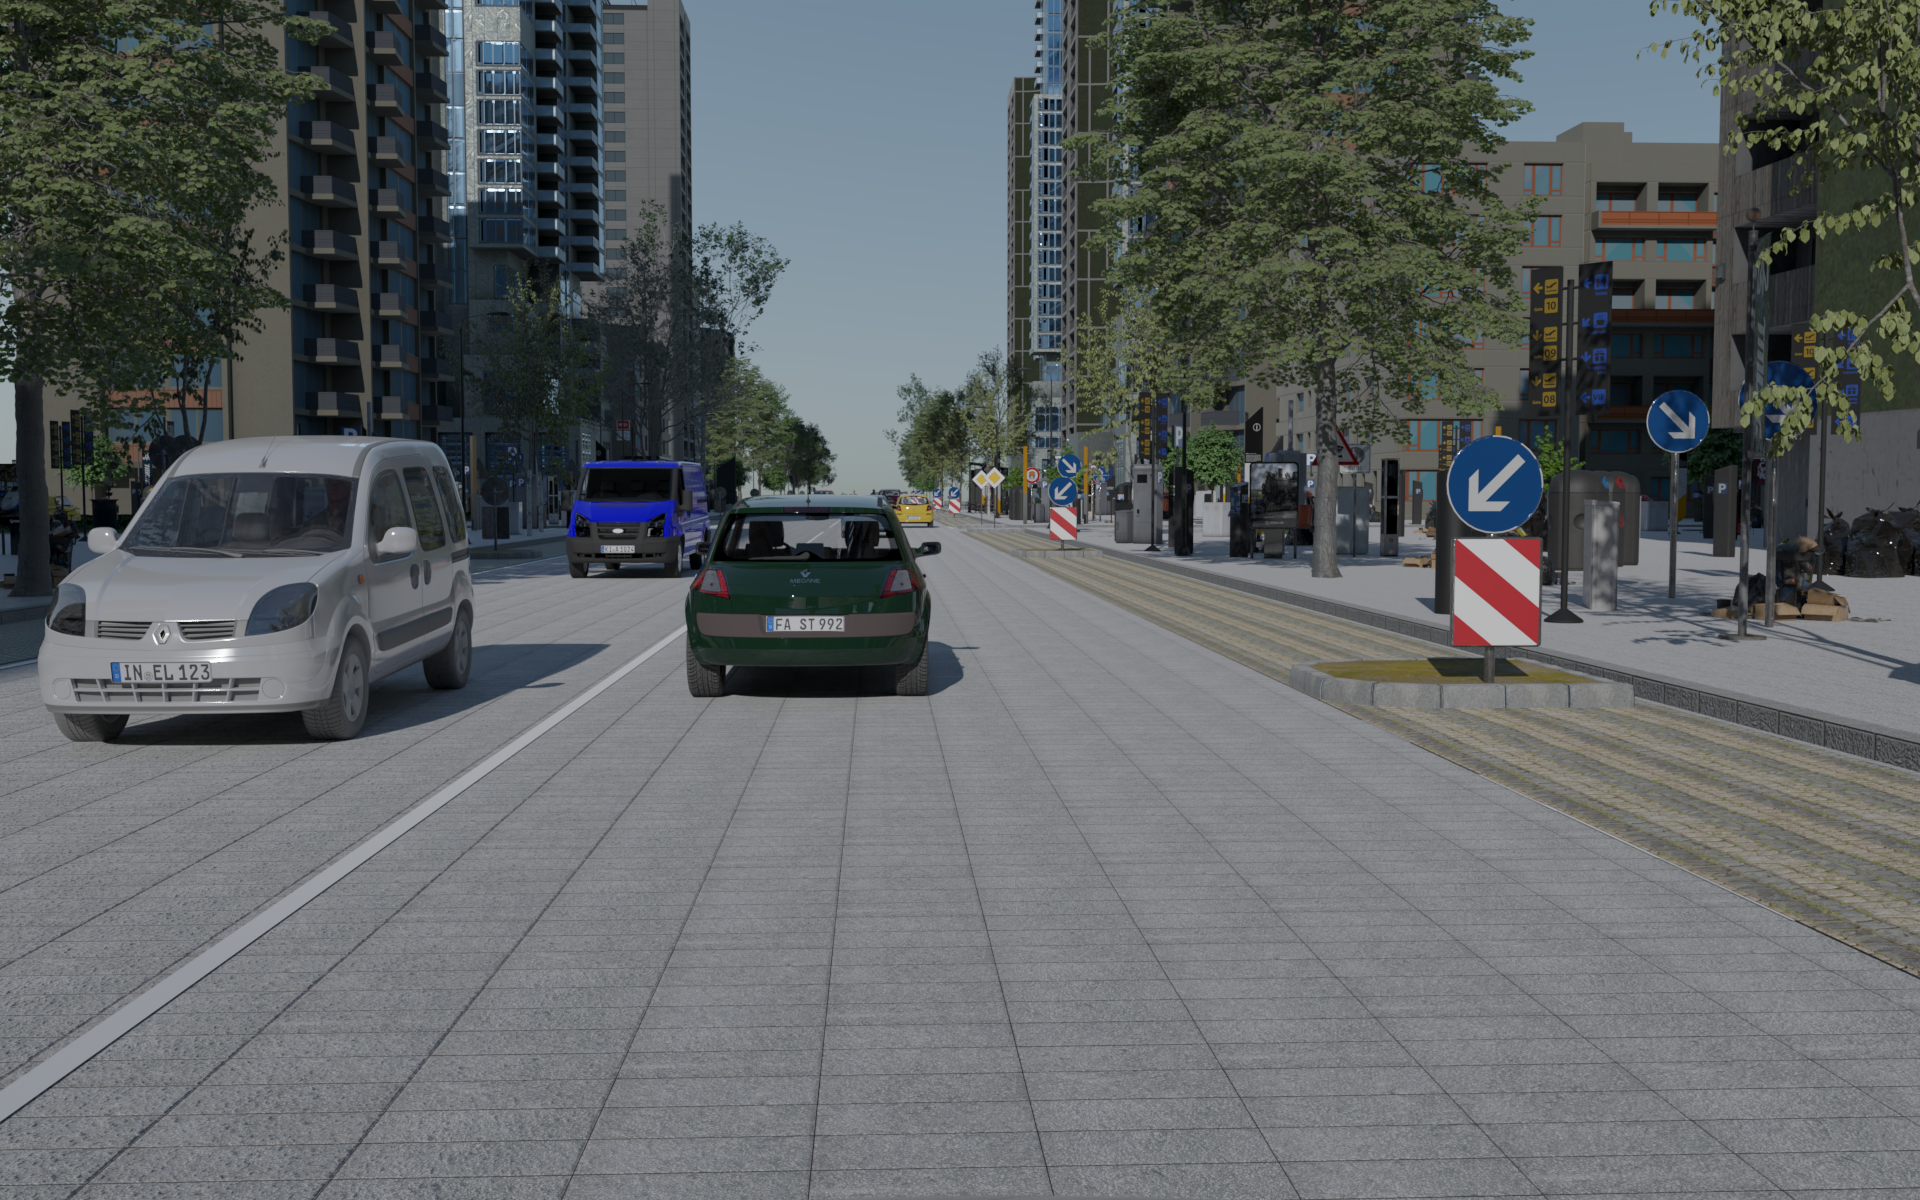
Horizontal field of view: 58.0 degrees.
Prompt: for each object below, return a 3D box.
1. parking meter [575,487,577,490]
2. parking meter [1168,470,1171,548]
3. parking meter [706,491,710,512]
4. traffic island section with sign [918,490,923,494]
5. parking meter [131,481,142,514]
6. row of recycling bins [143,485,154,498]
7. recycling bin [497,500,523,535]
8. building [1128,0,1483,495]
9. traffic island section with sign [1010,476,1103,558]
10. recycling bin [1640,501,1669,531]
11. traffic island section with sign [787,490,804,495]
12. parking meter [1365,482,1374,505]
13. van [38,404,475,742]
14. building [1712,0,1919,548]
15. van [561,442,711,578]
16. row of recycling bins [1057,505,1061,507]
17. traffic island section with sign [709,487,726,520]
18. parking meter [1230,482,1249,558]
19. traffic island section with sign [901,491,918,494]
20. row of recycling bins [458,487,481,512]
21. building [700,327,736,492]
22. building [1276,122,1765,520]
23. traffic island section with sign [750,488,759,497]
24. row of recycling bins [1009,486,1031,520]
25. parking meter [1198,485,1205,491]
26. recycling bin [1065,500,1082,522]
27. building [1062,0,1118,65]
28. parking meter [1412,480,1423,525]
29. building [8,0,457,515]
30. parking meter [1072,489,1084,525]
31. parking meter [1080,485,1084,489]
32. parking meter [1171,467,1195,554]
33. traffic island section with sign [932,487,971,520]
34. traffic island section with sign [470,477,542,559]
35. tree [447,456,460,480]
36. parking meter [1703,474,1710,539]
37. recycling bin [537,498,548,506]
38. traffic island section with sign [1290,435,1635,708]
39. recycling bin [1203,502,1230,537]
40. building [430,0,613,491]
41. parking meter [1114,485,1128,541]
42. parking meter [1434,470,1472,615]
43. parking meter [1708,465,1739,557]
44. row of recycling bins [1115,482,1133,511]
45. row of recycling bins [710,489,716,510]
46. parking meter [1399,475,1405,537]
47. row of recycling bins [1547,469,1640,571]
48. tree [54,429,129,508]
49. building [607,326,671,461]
[{"bbox_3d":[-31.331,-8.307,141.526,0.255,1.863,0.399,-2,4,-23],"label":"parking meter"},{"bbox_3d":[5.148,-2.195,41.599,0.255,1.863,0.399,1,4,12],"label":"parking meter"},{"bbox_3d":[-17.632,-6.884,120.961,0.372,1.533,0.369,0,3,0],"label":"parking meter"},{"bbox_3d":[-1.748,-6.921,121.781,1.989,1.847,2.006,0,4,-3],"label":"traffic island section with sign"},{"bbox_3d":[-36.365,-4.329,76.483,0.399,1.863,0.255,1,4,17],"label":"parking meter"},{"bbox_3d":[-36.949,-4.595,82.238,3.534,1.692,1.069,0,4,-5],"label":"row of recycling bins"},{"bbox_3d":[-14.288,-2.590,54.898,0.722,1.027,0.722,0,4,-6],"label":"recycling bin"},{"bbox_3d":[25.435,-29.044,129.487,22.147,44.769,28.867,0,4,-3],"label":"building"},{"bbox_3d":[2.169,-1.897,39.643,1.989,1.847,2.006,0,4,-3],"label":"traffic island section with sign"},{"bbox_3d":[24.087,-2.907,60.081,0.722,1.027,0.722,0,4,3],"label":"recycling bin"},{"bbox_3d":[-16.769,-9.987,171.908,1.989,1.847,2.006,0,4,-3],"label":"traffic island section with sign"},{"bbox_3d":[18.934,-4.554,80.161,0.399,1.863,0.255,0,4,8],"label":"parking meter"},{"bbox_3d":[-4.415,-0.266,11.364,2.013,2.044,4.112,0,4,-3],"label":"van"},{"bbox_3d":[24.695,-16.280,37.877,14.160,30.474,14.107,0,4,-3],"label":"building"},{"bbox_3d":[-5.746,-1.642,31.232,2.240,2.365,5.245,0,4,-2],"label":"van"},{"bbox_3d":[6.246,-6.194,108.392,3.534,1.692,1.069,0,4,7],"label":"row of recycling bins"},{"bbox_3d":[-13.089,-5.273,94.840,1.989,1.847,2.006,0,4,-3],"label":"traffic island section with sign"},{"bbox_3d":[5.663,-1.634,35.132,0.372,1.533,0.369,0,3,0],"label":"parking meter"},{"bbox_3d":[-5.438,-11.651,199.127,1.989,1.847,2.006,0,4,-3],"label":"traffic island section with sign"},{"bbox_3d":[-29.551,-5.958,104.523,3.534,1.692,1.069,-2,4,-28],"label":"row of recycling bins"},{"bbox_3d":[-46.183,-32.183,297.888,14.160,30.474,14.107,0,4,-3],"label":"building"},{"bbox_3d":[35.691,-15.563,99.497,28.899,21.520,27.650,0,4,-3],"label":"building"},{"bbox_3d":[-14.384,-6.920,121.764,1.989,1.847,2.006,0,4,-3],"label":"traffic island section with sign"},{"bbox_3d":[2.963,-4.828,86.056,1.069,1.692,3.534,0,4,-4],"label":"row of recycling bins"},{"bbox_3d":[15.297,-6.368,109.835,0.399,1.863,0.255,-2,4,-28],"label":"parking meter"},{"bbox_3d":[5.387,-4.323,83.243,0.722,1.027,0.722,2,4,23],"label":"recycling bin"},{"bbox_3d":[20.729,-46.529,198.998,20.563,71.187,20.611,0,4,-3],"label":"building"},{"bbox_3d":[19.285,-4.115,72.998,0.399,1.863,0.255,0,4,0],"label":"parking meter"},{"bbox_3d":[-43.976,-27.575,105.471,22.147,44.769,28.867,0,4,-3],"label":"building"},{"bbox_3d":[4.886,-3.923,72.545,0.372,1.533,0.369,0,3,0],"label":"parking meter"},{"bbox_3d":[7.465,-6.089,105.263,0.255,1.863,0.399,-2,4,-31],"label":"parking meter"},{"bbox_3d":[4.801,-1.917,37.059,0.399,1.863,0.255,-3,5,-40],"label":"parking meter"},{"bbox_3d":[-0.442,-5.241,94.320,1.989,1.847,2.006,0,4,-3],"label":"traffic island section with sign"},{"bbox_3d":[-10.420,-1.836,38.642,1.989,1.847,2.006,0,4,-3],"label":"traffic island section with sign"},{"bbox_3d":[-23.041,-5.009,76.498,1.663,3.219,1.824,0,3,0],"label":"tree"},{"bbox_3d":[21.642,-2.699,49.835,0.399,1.863,0.255,3,5,43],"label":"parking meter"},{"bbox_3d":[-26.734,-5.982,110.362,0.722,1.027,0.722,1,4,16],"label":"recycling bin"},{"bbox_3d":[3.465,-0.234,12.451,1.989,1.847,2.006,0,4,-3],"label":"traffic island section with sign"},{"bbox_3d":[7.786,-2.418,52.084,0.722,1.027,0.722,-3,5,-45],"label":"recycling bin"},{"bbox_3d":[-44.012,-51.777,159.226,22.319,86.520,31.000,0,4,-3],"label":"building"},{"bbox_3d":[4.396,-2.371,47.172,0.372,1.533,0.369,0,3,0],"label":"parking meter"},{"bbox_3d":[5.283,-0.619,18.533,0.372,1.533,0.369,0,3,0],"label":"parking meter"},{"bbox_3d":[15.549,-1.805,35.222,0.255,1.863,0.399,-2,4,-34],"label":"parking meter"},{"bbox_3d":[5.971,-3.278,60.715,1.069,1.692,3.534,0,4,8],"label":"row of recycling bins"},{"bbox_3d":[-20.232,-8.110,139.712,3.534,1.692,1.069,-1,4,-22],"label":"row of recycling bins"},{"bbox_3d":[13.134,-2.831,51.998,0.255,1.863,0.399,-3,5,-43],"label":"parking meter"},{"bbox_3d":[11.054,-1.415,30.248,1.069,1.692,3.534,2,4,34],"label":"row of recycling bins"},{"bbox_3d":[-41.293,-6.028,82.272,4.285,4.588,4.351,0,3,0],"label":"tree"},{"bbox_3d":[-47.627,-21.181,191.356,27.650,21.520,28.899,0,4,-3],"label":"building"}]
